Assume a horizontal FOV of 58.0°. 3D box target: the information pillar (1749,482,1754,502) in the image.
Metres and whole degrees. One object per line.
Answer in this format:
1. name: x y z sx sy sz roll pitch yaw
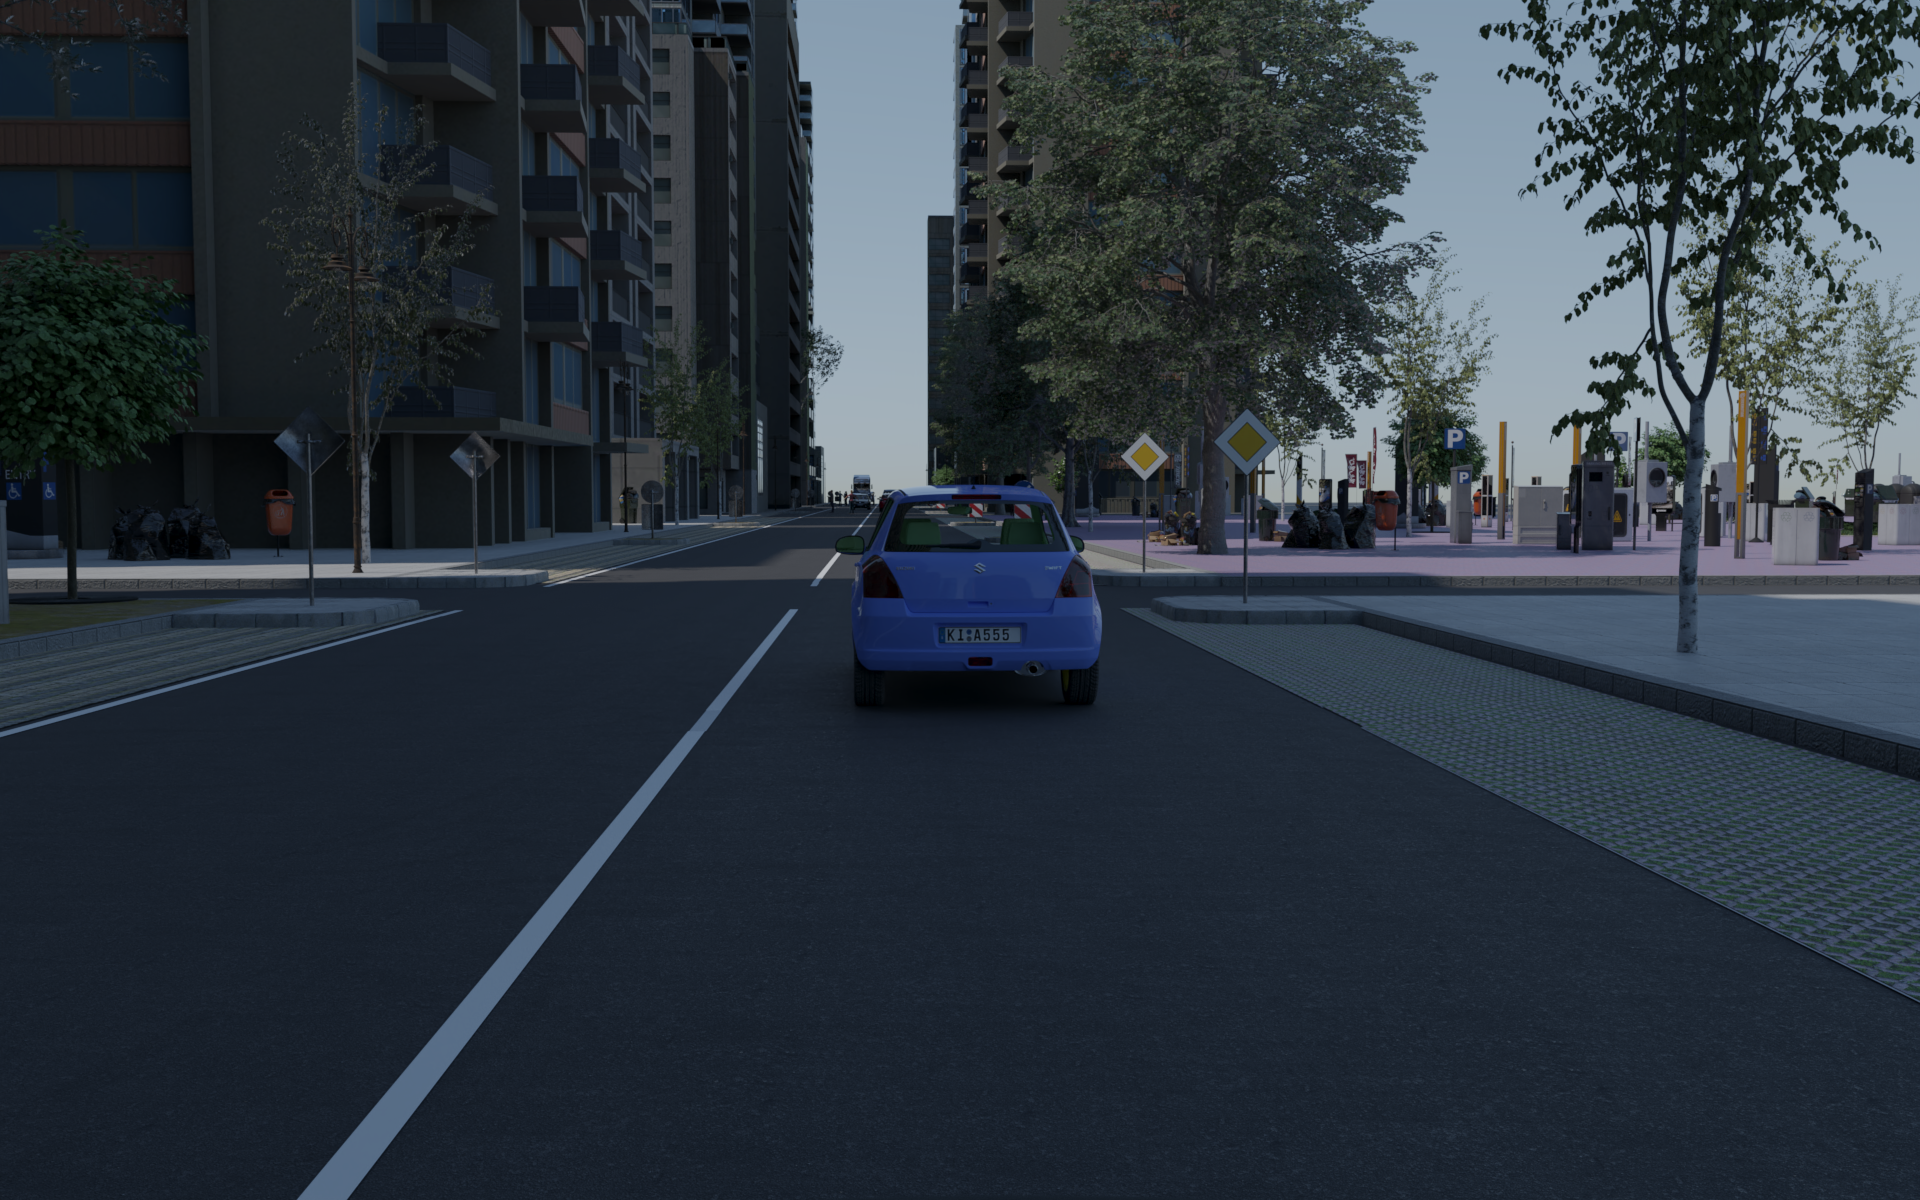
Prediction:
1. information pillar: 46.387 -5.930 101.441 0.304 2.012 0.304 1 4 21

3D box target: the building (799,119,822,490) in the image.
1. building: -29.471 -36.371 214.277 23.786 49.044 30.456 0 4 -2

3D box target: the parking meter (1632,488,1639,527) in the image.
1. parking meter: 26.315 -3.621 67.606 0.372 1.533 0.369 0 3 0

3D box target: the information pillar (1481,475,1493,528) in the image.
1. information pillar: 20.204 -3.786 66.399 0.304 2.012 0.304 -2 4 -35

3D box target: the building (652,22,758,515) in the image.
1. building: -20.551 -20.694 110.050 14.160 30.474 14.107 0 4 -2

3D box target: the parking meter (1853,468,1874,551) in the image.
1. parking meter: 20.534 -2.058 39.365 0.399 1.863 0.255 -2 4 -29

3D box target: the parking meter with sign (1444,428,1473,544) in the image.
1. parking meter with sign: 13.067 -2.996 45.238 0.543 3.016 1.738 0 4 5

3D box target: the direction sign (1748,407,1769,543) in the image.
1. direction sign: 21.086 -3.288 45.760 0.379 3.537 0.876 0 4 -2

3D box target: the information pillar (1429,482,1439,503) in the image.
1. information pillar: 25.281 -6.179 92.379 0.504 3.616 0.183 1 4 22

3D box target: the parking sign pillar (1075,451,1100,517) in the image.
1. parking sign pillar: 7.079 -6.611 96.569 1.447 3.967 1.447 -1 4 -9

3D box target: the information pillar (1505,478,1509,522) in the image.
1. information pillar: 24.942 -4.581 79.398 0.304 2.012 0.304 -2 4 -34

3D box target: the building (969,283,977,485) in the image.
1. building: 7.669 -23.232 151.550 14.160 30.474 14.107 0 4 -2

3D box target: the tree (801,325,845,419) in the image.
1. tree: -18.782 -19.720 178.308 12.611 20.169 13.585 0 3 0

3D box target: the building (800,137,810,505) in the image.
1. building: -24.158 -31.125 192.492 14.154 41.232 14.086 0 4 -2

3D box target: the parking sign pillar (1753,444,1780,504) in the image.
1. parking sign pillar: 43.556 -6.426 93.541 1.447 3.967 1.447 -2 4 -26

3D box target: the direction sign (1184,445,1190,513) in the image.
1. direction sign: 10.488 -5.388 80.090 0.379 3.537 0.876 0 4 -8

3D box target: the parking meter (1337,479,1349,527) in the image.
1. parking meter: 14.540 -3.675 65.790 0.255 1.863 0.399 -2 4 -33

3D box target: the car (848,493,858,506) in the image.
1. car: -11.583 -11.261 193.713 1.945 1.707 3.694 0 4 -1

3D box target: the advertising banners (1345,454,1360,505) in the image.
1. advertising banners: 17.713 -4.821 75.009 2.074 3.025 0.090 1 4 9

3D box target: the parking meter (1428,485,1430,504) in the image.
1. parking meter: 27.017 -5.710 99.072 0.399 1.863 0.255 -1 4 -16

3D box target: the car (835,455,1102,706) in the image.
1. car: 0.024 -0.212 13.060 1.945 1.707 3.694 0 4 -4

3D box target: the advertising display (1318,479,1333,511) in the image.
1. advertising display: 15.389 -4.143 72.945 0.123 1.923 0.974 -1 4 -17

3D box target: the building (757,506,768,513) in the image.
1. building: -25.711 -50.064 131.224 22.319 86.520 31.000 0 4 -2

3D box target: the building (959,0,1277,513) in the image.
1. building: 11.229 -29.063 129.798 22.147 44.769 28.867 0 4 -2

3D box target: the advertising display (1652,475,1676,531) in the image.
1. advertising display: 24.215 -3.336 59.762 0.123 1.923 0.974 -2 4 -33

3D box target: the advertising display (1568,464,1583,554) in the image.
1. advertising display: 13.407 -1.988 37.711 0.123 1.923 0.974 1 4 12

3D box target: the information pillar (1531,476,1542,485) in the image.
1. information pillar: 23.873 -4.115 71.778 0.304 2.012 0.304 -3 4 -36

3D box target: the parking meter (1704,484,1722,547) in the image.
1. parking meter: 18.412 -2.076 42.347 0.372 1.533 0.369 0 3 0

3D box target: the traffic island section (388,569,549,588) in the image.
1. traffic island section: -7.804 -0.342 27.870 2.009 0.180 2.903 0 4 -2

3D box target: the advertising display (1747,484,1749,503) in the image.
1. advertising display: 48.419 -6.137 105.551 0.974 1.923 0.123 2 4 31

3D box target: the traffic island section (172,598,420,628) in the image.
1. traffic island section: -7.464 0.146 19.892 2.009 0.180 2.903 0 4 -2

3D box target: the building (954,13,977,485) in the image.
1. building: 10.033 -44.628 167.915 20.563 71.187 20.611 0 4 -2

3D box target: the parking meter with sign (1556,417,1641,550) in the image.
1. parking meter with sign: 14.597 -2.655 39.664 1.738 3.016 0.543 1 4 15

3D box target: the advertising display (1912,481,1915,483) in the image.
1. advertising display: 46.583 -4.912 85.527 0.123 1.923 0.974 -3 5 -43

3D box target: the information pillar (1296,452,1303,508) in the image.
1. information pillar: 19.043 -6.471 97.148 0.183 3.616 0.504 -1 4 -23

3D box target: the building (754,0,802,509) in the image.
1. building: -25.838 -32.719 158.653 21.300 48.544 21.600 0 4 -2

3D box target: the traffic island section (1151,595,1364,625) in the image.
1. traffic island section: 3.368 0.118 20.347 2.009 0.180 2.903 0 4 -2

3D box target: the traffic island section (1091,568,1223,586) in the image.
1. traffic island section: 3.028 -0.370 28.325 2.009 0.180 2.903 0 4 -2

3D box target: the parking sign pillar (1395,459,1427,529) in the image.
1. parking sign pillar: 16.721 -4.668 64.798 1.447 3.967 1.447 -1 4 -8

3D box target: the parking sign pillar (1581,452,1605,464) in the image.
1. parking sign pillar: 31.048 -5.914 85.161 1.447 3.967 1.447 3 4 38

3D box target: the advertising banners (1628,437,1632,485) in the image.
1. advertising banners: 20.049 -3.426 52.207 0.090 3.025 2.074 2 4 30

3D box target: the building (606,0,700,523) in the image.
1. building: -23.630 -39.464 83.492 20.563 71.187 20.611 0 4 -2

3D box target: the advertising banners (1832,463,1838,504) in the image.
1. advertising banners: 47.244 -5.952 93.505 0.090 3.025 2.074 1 4 21

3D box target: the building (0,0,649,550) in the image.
1. building: -21.643 -24.284 51.675 22.147 44.769 28.867 0 4 -2

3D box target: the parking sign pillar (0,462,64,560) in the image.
1. parking sign pillar: -18.714 -2.814 34.479 1.447 3.967 1.447 1 4 11

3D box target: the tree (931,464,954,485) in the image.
1. tree: -1.524 -12.683 191.077 4.285 4.588 4.351 0 3 0

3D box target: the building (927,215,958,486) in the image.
1. building: 2.153 -34.995 255.766 14.154 41.232 14.086 0 4 -2

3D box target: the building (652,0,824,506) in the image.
1. building: -30.315 -56.950 243.796 22.319 86.520 31.000 0 4 -2

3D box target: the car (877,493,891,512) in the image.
1. car: -5.758 -8.145 142.210 2.155 1.783 4.494 0 4 -2

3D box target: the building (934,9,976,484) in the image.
1. building: 8.051 -56.235 232.113 22.319 86.520 31.000 0 4 -2

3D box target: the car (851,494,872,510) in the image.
1. car: -9.027 -9.052 157.779 2.009 1.686 4.222 0 4 -1

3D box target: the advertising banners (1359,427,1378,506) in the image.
1. advertising banners: 10.898 -3.051 46.077 0.090 3.025 2.074 0 4 6
